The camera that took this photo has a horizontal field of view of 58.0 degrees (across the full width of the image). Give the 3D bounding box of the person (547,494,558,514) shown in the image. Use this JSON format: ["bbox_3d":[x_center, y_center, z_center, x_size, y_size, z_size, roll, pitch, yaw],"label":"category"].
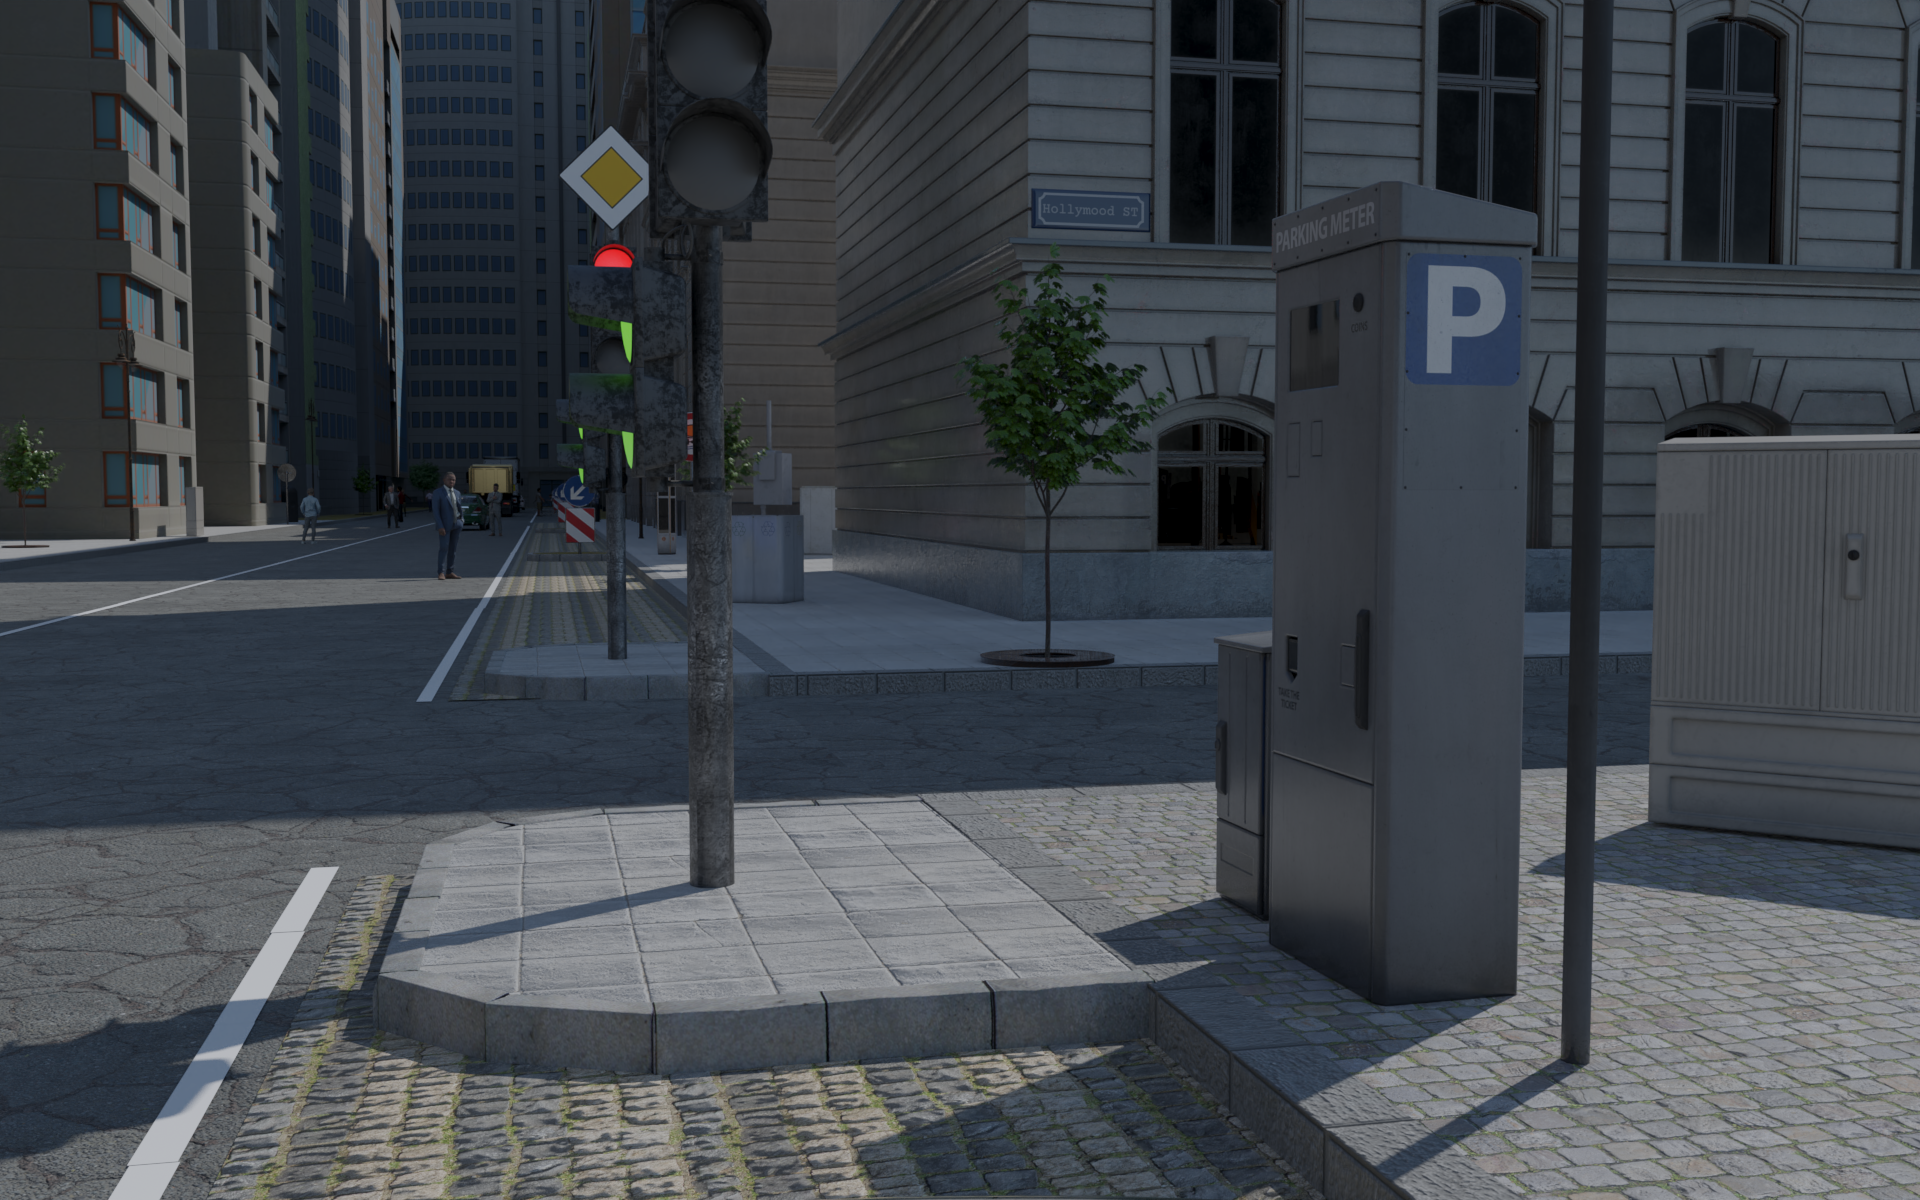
[{"bbox_3d":[-29.172,-6.894,124.400,0.628,1.438,0.799,2,4,30],"label":"person"}]

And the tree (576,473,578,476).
[{"bbox_3d":[-34.960,-10.014,158.328,1.663,3.219,1.824,0,3,0],"label":"tree"}]

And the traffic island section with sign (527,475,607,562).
[{"bbox_3d":[-8.337,-1.761,37.415,1.989,1.847,2.006,-1,4,-13],"label":"traffic island section with sign"}]

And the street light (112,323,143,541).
[{"bbox_3d":[-22.572,-4.543,47.071,0.468,5.910,1.993,-1,4,-13],"label":"street light"}]

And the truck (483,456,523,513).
[{"bbox_3d":[-35.453,-8.900,134.431,2.839,4.237,11.283,-1,4,-13],"label":"truck"}]

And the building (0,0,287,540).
[{"bbox_3d":[-40.119,-13.112,59.423,27.650,21.520,28.899,-1,4,-13],"label":"building"}]

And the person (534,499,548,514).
[{"bbox_3d":[-30.604,-7.007,126.323,1.065,1.426,0.557,-1,4,-10],"label":"person"}]

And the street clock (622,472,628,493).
[{"bbox_3d":[-10.991,-3.152,56.103,0.358,2.002,0.471,2,4,30],"label":"street clock"}]

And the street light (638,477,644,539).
[{"bbox_3d":[-9.200,-4.710,49.798,0.468,5.910,1.993,-1,4,-13],"label":"street light"}]

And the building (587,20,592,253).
[{"bbox_3d":[-25.892,-28.814,154.703,14.154,41.232,14.086,-1,4,-13],"label":"building"}]

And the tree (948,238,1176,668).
[{"bbox_3d":[0.808,-1.137,13.189,1.663,3.219,1.824,0,3,0],"label":"tree"}]

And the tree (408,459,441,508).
[{"bbox_3d":[-49.263,-10.744,159.375,4.285,4.588,4.351,0,3,0],"label":"tree"}]

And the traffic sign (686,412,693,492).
[{"bbox_3d":[-4.170,-1.647,27.032,0.768,2.556,0.104,-1,4,-9],"label":"traffic sign"}]

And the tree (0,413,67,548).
[{"bbox_3d":[-22.306,-2.855,41.283,1.663,3.219,1.824,0,3,0],"label":"tree"}]

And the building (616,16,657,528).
[{"bbox_3d":[-8.451,-14.375,76.830,13.314,21.916,24.055,-1,4,-13],"label":"building"}]

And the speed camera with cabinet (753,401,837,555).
[{"bbox_3d":[-3.329,-2.590,36.684,2.038,3.252,0.660,1,4,17],"label":"speed camera with cabinet"}]

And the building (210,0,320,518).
[{"bbox_3d":[-41.383,-24.748,88.231,14.154,41.232,14.086,-1,4,-13],"label":"building"}]

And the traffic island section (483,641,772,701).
[{"bbox_3d":[-2.642,0.538,13.481,2.009,0.180,2.903,-1,4,-13],"label":"traffic island section"}]

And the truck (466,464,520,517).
[{"bbox_3d":[-29.918,-7.025,110.777,3.469,3.379,9.791,-1,4,-14],"label":"truck"}]

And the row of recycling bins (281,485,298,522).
[{"bbox_3d":[-31.853,-4.362,78.437,3.534,1.692,1.069,-1,4,-16],"label":"row of recycling bins"}]

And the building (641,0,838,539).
[{"bbox_3d":[-2.982,-15.626,52.744,12.463,27.353,25.104,-1,4,-13],"label":"building"}]

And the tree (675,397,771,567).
[{"bbox_3d":[-4.048,-2.145,29.669,1.663,3.219,1.824,0,3,0],"label":"tree"}]

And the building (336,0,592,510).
[{"bbox_3d":[-47.009,-38.845,177.109,28.212,58.520,21.231,-1,4,-13],"label":"building"}]

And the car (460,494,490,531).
[{"bbox_3d":[-19.804,-3.511,69.202,2.131,1.459,4.920,-1,4,-12],"label":"car"}]

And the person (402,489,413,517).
[{"bbox_3d":[-35.078,-6.117,109.038,1.217,1.766,0.721,-1,4,-11],"label":"person"}]

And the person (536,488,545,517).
[{"bbox_3d":[-26.632,-6.189,109.698,0.705,1.824,1.348,-2,4,-32],"label":"person"}]

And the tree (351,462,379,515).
[{"bbox_3d":[-36.361,-6.807,105.900,1.663,3.219,1.824,0,3,0],"label":"tree"}]

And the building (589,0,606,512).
[{"bbox_3d":[-18.134,-31.428,137.546,21.300,48.544,21.600,-1,4,-13],"label":"building"}]

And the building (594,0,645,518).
[{"bbox_3d":[-13.546,-27.441,98.771,14.600,45.320,14.200,-1,4,-13],"label":"building"}]

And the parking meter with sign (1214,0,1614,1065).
[{"bbox_3d":[1.177,-0.512,4.626,0.543,3.016,1.738,-1,4,-15],"label":"parking meter with sign"}]

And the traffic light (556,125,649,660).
[{"bbox_3d":[-2.684,-1.495,13.357,0.839,4.253,0.868,-1,4,-13],"label":"traffic light"}]

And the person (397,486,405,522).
[{"bbox_3d":[-28.393,-4.846,87.688,0.705,1.831,1.348,0,4,6],"label":"person"}]

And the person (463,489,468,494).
[{"bbox_3d":[-40.061,-8.053,140.263,1.348,1.812,0.705,0,4,-1],"label":"person"}]

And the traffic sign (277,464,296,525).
[{"bbox_3d":[-28.194,-4.431,72.555,0.768,2.556,0.104,-1,4,-10],"label":"traffic sign"}]

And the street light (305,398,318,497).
[{"bbox_3d":[-31.130,-6.758,83.280,0.468,5.910,1.993,-1,4,-13],"label":"street light"}]

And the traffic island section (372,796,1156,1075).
[{"bbox_3d":[-0.794,1.013,5.712,2.009,0.180,2.903,-1,4,-13],"label":"traffic island section"}]

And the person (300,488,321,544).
[{"bbox_3d":[-18.670,-2.417,49.823,0.589,1.601,0.330,0,4,2],"label":"person"}]

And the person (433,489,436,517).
[{"bbox_3d":[-32.669,-6.080,108.437,0.750,1.759,0.617,1,4,10],"label":"person"}]

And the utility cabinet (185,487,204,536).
[{"bbox_3d":[-23.314,-2.694,52.733,0.318,1.500,1.173,-1,4,-14],"label":"utility cabinet"}]

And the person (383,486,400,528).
[{"bbox_3d":[-23.833,-3.903,72.712,0.661,1.777,0.834,-3,5,-40],"label":"person"}]

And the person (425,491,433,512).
[{"bbox_3d":[-41.949,-7.799,136.945,0.756,1.711,0.436,-3,4,-36],"label":"person"}]

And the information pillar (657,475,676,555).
[{"bbox_3d":[-6.213,-1.968,36.662,0.304,2.012,0.304,1,4,16],"label":"information pillar"}]

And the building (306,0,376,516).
[{"bbox_3d":[-49.211,-34.590,107.544,21.231,58.520,28.212,-1,4,-13],"label":"building"}]

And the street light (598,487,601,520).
[{"bbox_3d":[-17.912,-6.911,85.783,0.468,5.910,1.993,-1,4,-13],"label":"street light"}]

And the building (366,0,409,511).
[{"bbox_3d":[-54.986,-30.371,146.677,14.200,45.320,14.600,-1,4,-13],"label":"building"}]

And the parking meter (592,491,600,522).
[{"bbox_3d":[-16.741,-4.354,79.591,0.372,1.533,0.369,0,3,0],"label":"parking meter"}]

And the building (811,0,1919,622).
[{"bbox_3d":[15.907,-12.630,25.581,34.723,24.649,14.460,-1,4,-13],"label":"building"}]

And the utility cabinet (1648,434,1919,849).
[{"bbox_3d":[3.212,0.138,6.415,1.173,1.500,0.318,2,4,34],"label":"utility cabinet"}]

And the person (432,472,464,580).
[{"bbox_3d":[-8.623,-1.251,29.143,0.419,1.800,0.721,2,4,26],"label":"person"}]

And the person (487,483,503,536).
[{"bbox_3d":[-15.870,-3.083,59.083,0.511,1.800,0.466,0,4,-7],"label":"person"}]

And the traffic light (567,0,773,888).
[{"bbox_3d":[-0.835,-1.019,5.588,0.839,4.253,0.868,-1,4,-13],"label":"traffic light"}]

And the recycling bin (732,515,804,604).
[{"bbox_3d":[-2.310,-0.492,20.606,0.722,1.027,0.722,1,4,17],"label":"recycling bin"}]

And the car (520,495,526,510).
[{"bbox_3d":[-39.945,-8.735,155.184,2.083,1.381,4.827,-1,4,-15],"label":"car"}]
